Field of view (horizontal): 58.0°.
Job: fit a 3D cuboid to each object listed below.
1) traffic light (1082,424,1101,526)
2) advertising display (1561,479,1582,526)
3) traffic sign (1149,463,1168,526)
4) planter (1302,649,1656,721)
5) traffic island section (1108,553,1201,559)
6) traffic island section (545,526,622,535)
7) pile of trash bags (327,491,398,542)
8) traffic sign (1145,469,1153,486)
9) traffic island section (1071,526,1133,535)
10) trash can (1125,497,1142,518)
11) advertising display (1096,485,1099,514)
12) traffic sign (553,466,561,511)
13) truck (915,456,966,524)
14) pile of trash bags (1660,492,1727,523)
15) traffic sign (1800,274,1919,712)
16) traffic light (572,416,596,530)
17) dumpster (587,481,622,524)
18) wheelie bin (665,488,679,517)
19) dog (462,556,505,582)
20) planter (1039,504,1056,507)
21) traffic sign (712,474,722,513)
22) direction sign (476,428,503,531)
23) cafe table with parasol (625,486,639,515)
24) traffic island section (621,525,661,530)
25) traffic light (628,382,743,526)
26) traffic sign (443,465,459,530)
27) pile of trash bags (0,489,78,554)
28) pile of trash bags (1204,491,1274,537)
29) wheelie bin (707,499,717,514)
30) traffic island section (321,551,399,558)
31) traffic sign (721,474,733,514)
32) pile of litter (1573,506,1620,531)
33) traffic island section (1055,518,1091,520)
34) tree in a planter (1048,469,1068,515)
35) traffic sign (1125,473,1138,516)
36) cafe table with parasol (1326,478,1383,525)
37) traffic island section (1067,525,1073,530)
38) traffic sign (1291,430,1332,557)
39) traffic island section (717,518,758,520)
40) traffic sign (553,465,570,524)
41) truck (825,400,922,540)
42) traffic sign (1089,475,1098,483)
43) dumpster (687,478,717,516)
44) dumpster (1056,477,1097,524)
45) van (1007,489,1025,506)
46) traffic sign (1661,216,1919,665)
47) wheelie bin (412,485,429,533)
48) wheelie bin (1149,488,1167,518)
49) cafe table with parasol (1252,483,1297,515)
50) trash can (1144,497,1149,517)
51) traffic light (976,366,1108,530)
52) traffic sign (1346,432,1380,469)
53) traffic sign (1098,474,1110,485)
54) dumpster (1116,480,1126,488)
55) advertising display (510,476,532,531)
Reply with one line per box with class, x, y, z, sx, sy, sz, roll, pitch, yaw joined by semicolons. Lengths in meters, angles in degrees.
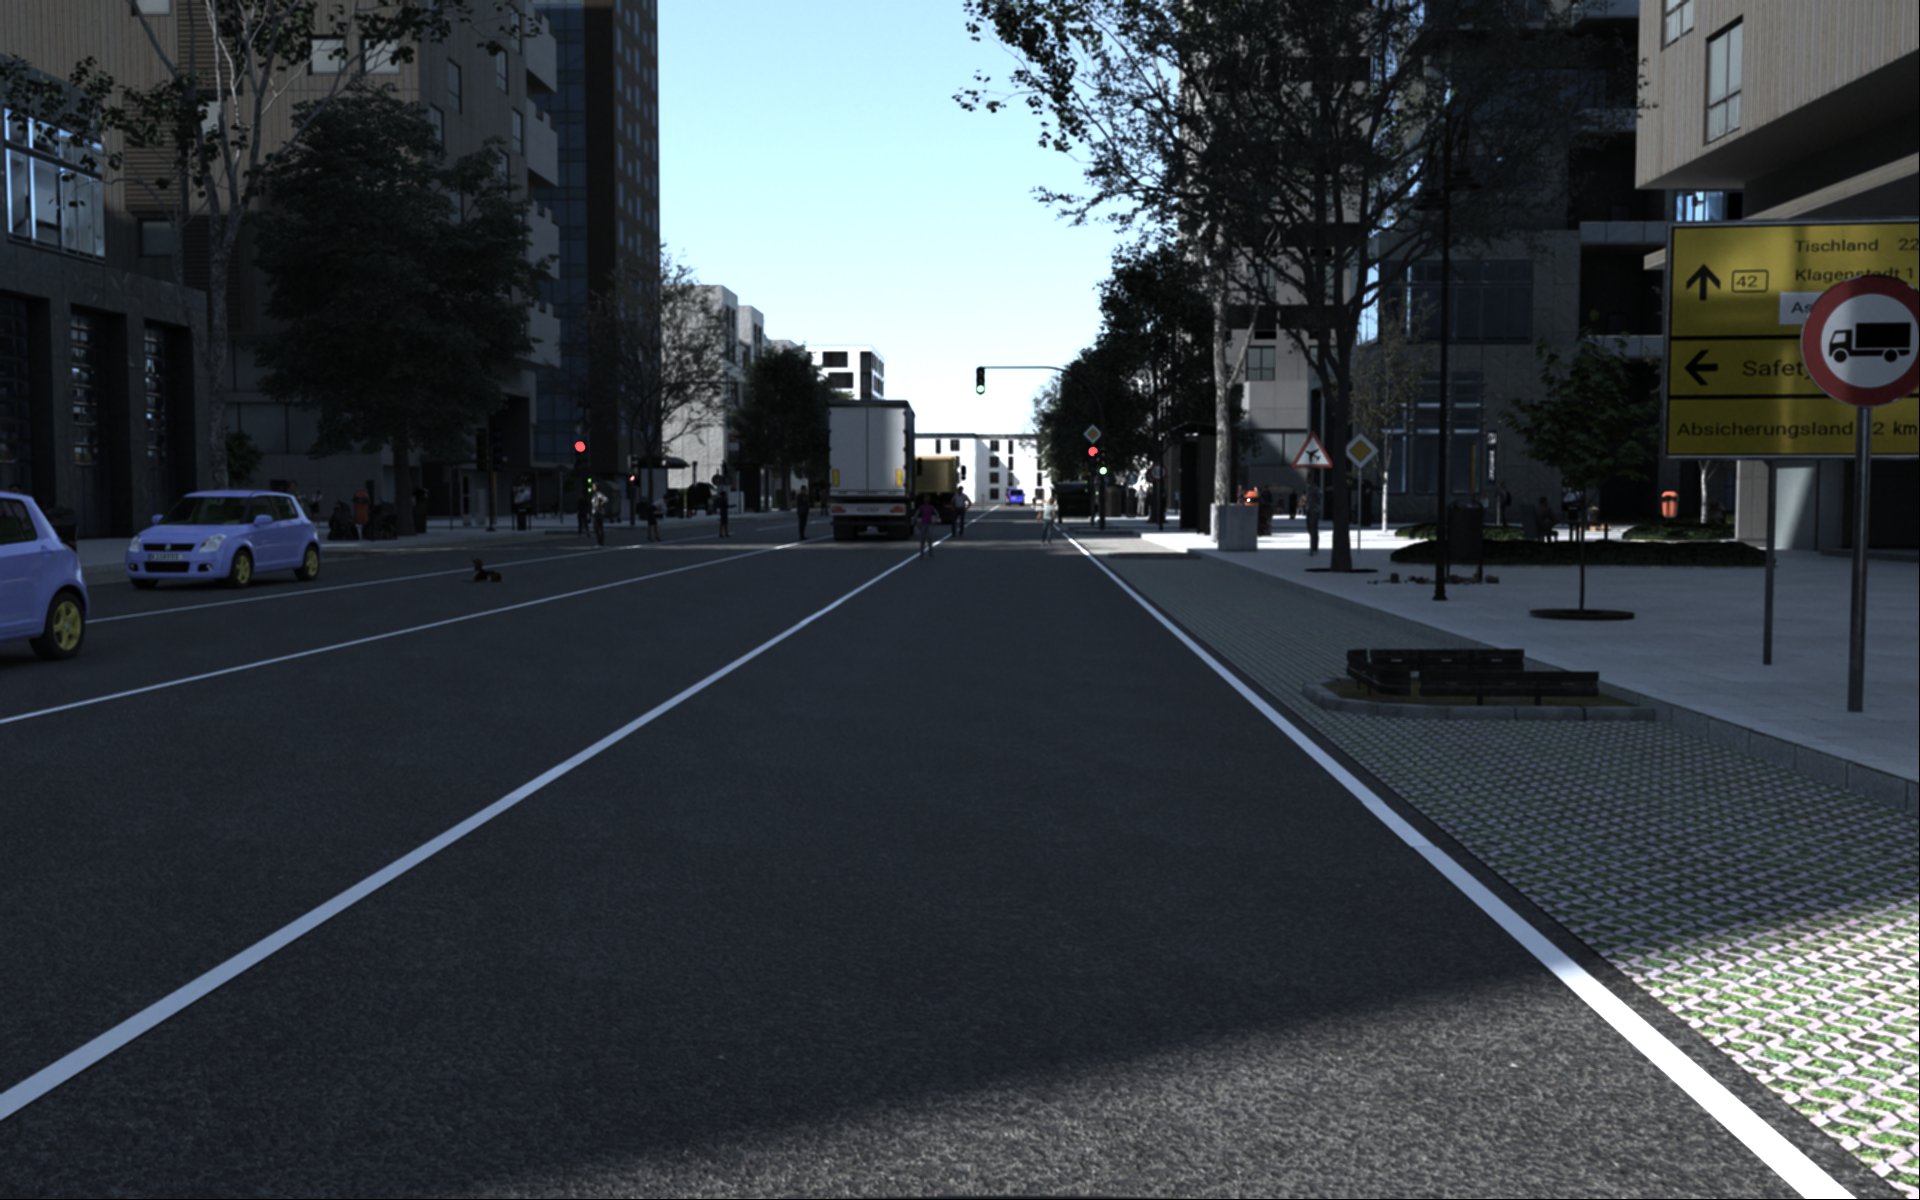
traffic light;5.314;-4.935;69.615;0.839;4.253;0.868;0;4;2
advertising display;24.672;-3.941;69.644;0.123;1.923;0.974;-3;5;-44
traffic sign;8.049;-4.295;70.330;0.768;2.556;0.104;1;4;10
planter;3.405;0.567;11.873;1.991;0.319;1.994;0;4;2
traffic island section;4.318;-0.975;38.808;1.991;0.108;1.994;0;4;2
traffic island section;-13.584;-2.452;62.375;2.009;0.180;2.903;0;4;2
pile of trash bags;-16.590;-2.343;48.068;1.912;1.369;3.447;-1;4;-20
traffic sign;9.390;-5.154;84.373;0.768;2.556;0.104;1;4;11
traffic island section;5.086;-2.414;61.747;2.009;0.180;2.903;0;4;2
trash can;9.174;-4.960;92.747;0.748;1.137;0.748;0;3;0
advertising display;8.690;-6.563;112.518;0.974;1.923;0.123;1;4;20
traffic sign;-17.538;-4.652;76.160;0.768;2.556;0.104;0;4;3
truck;-1.443;-5.486;85.620;3.469;3.379;9.791;0;4;0
pile of trash bags;26.268;-3.110;60.600;3.447;1.369;1.912;3;5;40
traffic sign;5.286;-0.614;10.149;0.768;2.556;0.104;0;4;7
traffic light;-13.545;-4.484;62.239;0.839;4.253;0.868;0;4;2
dumpster;-15.602;-4.288;75.871;1.264;1.857;1.865;0;4;2
wheelie bin;-16.063;-5.435;96.778;0.980;1.594;0.693;2;4;23
dog;-7.772;-0.495;28.282;0.550;0.427;0.748;-2;4;-35
planter;8.793;-9.250;172.374;1.991;0.319;1.994;0;4;2
traffic sign;-15.637;-6.813;111.505;0.768;2.556;0.104;1;4;10
direction sign;-16.181;-4.136;59.625;0.876;3.537;0.379;-1;4;-8
cafe table with parasol;-18.182;-5.887;101.119;2.610;1.966;2.610;0;4;-6
traffic island section;-13.317;-2.940;70.356;2.009;0.180;2.903;0;4;2
traffic light;-11.184;-5.842;70.185;4.771;5.953;1.251;0;4;2
traffic sign;-17.954;-3.606;61.081;0.606;2.300;0.079;1;4;9
pile of trash bags;-17.321;-1.354;31.888;1.912;1.369;3.447;-2;4;-23
pile of trash bags;8.630;-2.636;52.844;1.912;1.369;3.447;0;4;-2
wheelie bin;-15.688;-6.208;109.406;0.693;1.594;0.980;0;4;-1
traffic island section;-14.020;-1.031;39.729;1.991;0.108;1.994;0;4;2
traffic sign;-14.687;-6.676;109.265;0.768;2.556;0.104;1;4;10
pile of litter;22.182;-2.838;60.359;1.719;0.858;1.176;1;4;14
traffic island section;6.177;-4.374;94.379;1.991;0.108;1.994;0;4;2
tree in a planter;7.089;-7.596;121.412;1.991;3.239;1.994;0;4;2
traffic sign;10.198;-6.284;102.844;0.768;2.556;0.104;0;4;6
cafe table with parasol;16.650;-4.180;73.210;2.610;1.966;2.610;-3;4;-39
traffic island section;5.354;-2.902;69.728;2.009;0.180;2.903;0;4;2
traffic sign;7.210;-2.168;35.447;0.884;2.594;0.081;1;4;10
traffic island section;-12.164;-4.411;94.982;1.991;0.108;1.994;0;4;2
traffic sign;-17.345;-4.604;75.378;0.768;2.556;0.104;1;4;10
truck;-2.760;-4.167;57.046;2.839;4.237;11.283;0;3;0
traffic sign;8.726;-6.985;114.315;0.768;2.556;0.104;0;4;6
dumpster;-15.302;-6.116;102.493;1.502;2.255;1.985;0;4;2
dumpster;5.640;-4.820;83.763;1.985;2.255;1.502;0;4;2
van;6.843;-12.609;210.547;2.240;2.365;5.245;0;4;1
traffic sign;6.394;-1.163;12.881;2.265;3.308;0.079;0;4;8
wheelie bin;-17.789;-2.993;56.838;0.693;1.594;0.980;-1;4;-17
wheelie bin;9.999;-4.871;87.542;0.693;1.594;0.980;-3;5;-43
cafe table with parasol;18.931;-6.085;104.352;2.610;1.966;2.610;1;4;19
trash can;10.356;-5.271;97.834;0.748;1.137;0.748;0;3;0
traffic light;2.953;-5.315;61.563;4.771;5.953;1.251;0;4;2
traffic sign;8.493;-2.261;36.707;0.795;2.593;0.064;0;4;8
traffic sign;8.562;-6.298;103.075;0.768;2.556;0.104;0;4;3
dumpster;10.635;-7.024;117.343;1.502;2.255;1.985;0;4;2
advertising display;-15.412;-3.403;60.856;0.123;1.923;0.974;2;4;28
